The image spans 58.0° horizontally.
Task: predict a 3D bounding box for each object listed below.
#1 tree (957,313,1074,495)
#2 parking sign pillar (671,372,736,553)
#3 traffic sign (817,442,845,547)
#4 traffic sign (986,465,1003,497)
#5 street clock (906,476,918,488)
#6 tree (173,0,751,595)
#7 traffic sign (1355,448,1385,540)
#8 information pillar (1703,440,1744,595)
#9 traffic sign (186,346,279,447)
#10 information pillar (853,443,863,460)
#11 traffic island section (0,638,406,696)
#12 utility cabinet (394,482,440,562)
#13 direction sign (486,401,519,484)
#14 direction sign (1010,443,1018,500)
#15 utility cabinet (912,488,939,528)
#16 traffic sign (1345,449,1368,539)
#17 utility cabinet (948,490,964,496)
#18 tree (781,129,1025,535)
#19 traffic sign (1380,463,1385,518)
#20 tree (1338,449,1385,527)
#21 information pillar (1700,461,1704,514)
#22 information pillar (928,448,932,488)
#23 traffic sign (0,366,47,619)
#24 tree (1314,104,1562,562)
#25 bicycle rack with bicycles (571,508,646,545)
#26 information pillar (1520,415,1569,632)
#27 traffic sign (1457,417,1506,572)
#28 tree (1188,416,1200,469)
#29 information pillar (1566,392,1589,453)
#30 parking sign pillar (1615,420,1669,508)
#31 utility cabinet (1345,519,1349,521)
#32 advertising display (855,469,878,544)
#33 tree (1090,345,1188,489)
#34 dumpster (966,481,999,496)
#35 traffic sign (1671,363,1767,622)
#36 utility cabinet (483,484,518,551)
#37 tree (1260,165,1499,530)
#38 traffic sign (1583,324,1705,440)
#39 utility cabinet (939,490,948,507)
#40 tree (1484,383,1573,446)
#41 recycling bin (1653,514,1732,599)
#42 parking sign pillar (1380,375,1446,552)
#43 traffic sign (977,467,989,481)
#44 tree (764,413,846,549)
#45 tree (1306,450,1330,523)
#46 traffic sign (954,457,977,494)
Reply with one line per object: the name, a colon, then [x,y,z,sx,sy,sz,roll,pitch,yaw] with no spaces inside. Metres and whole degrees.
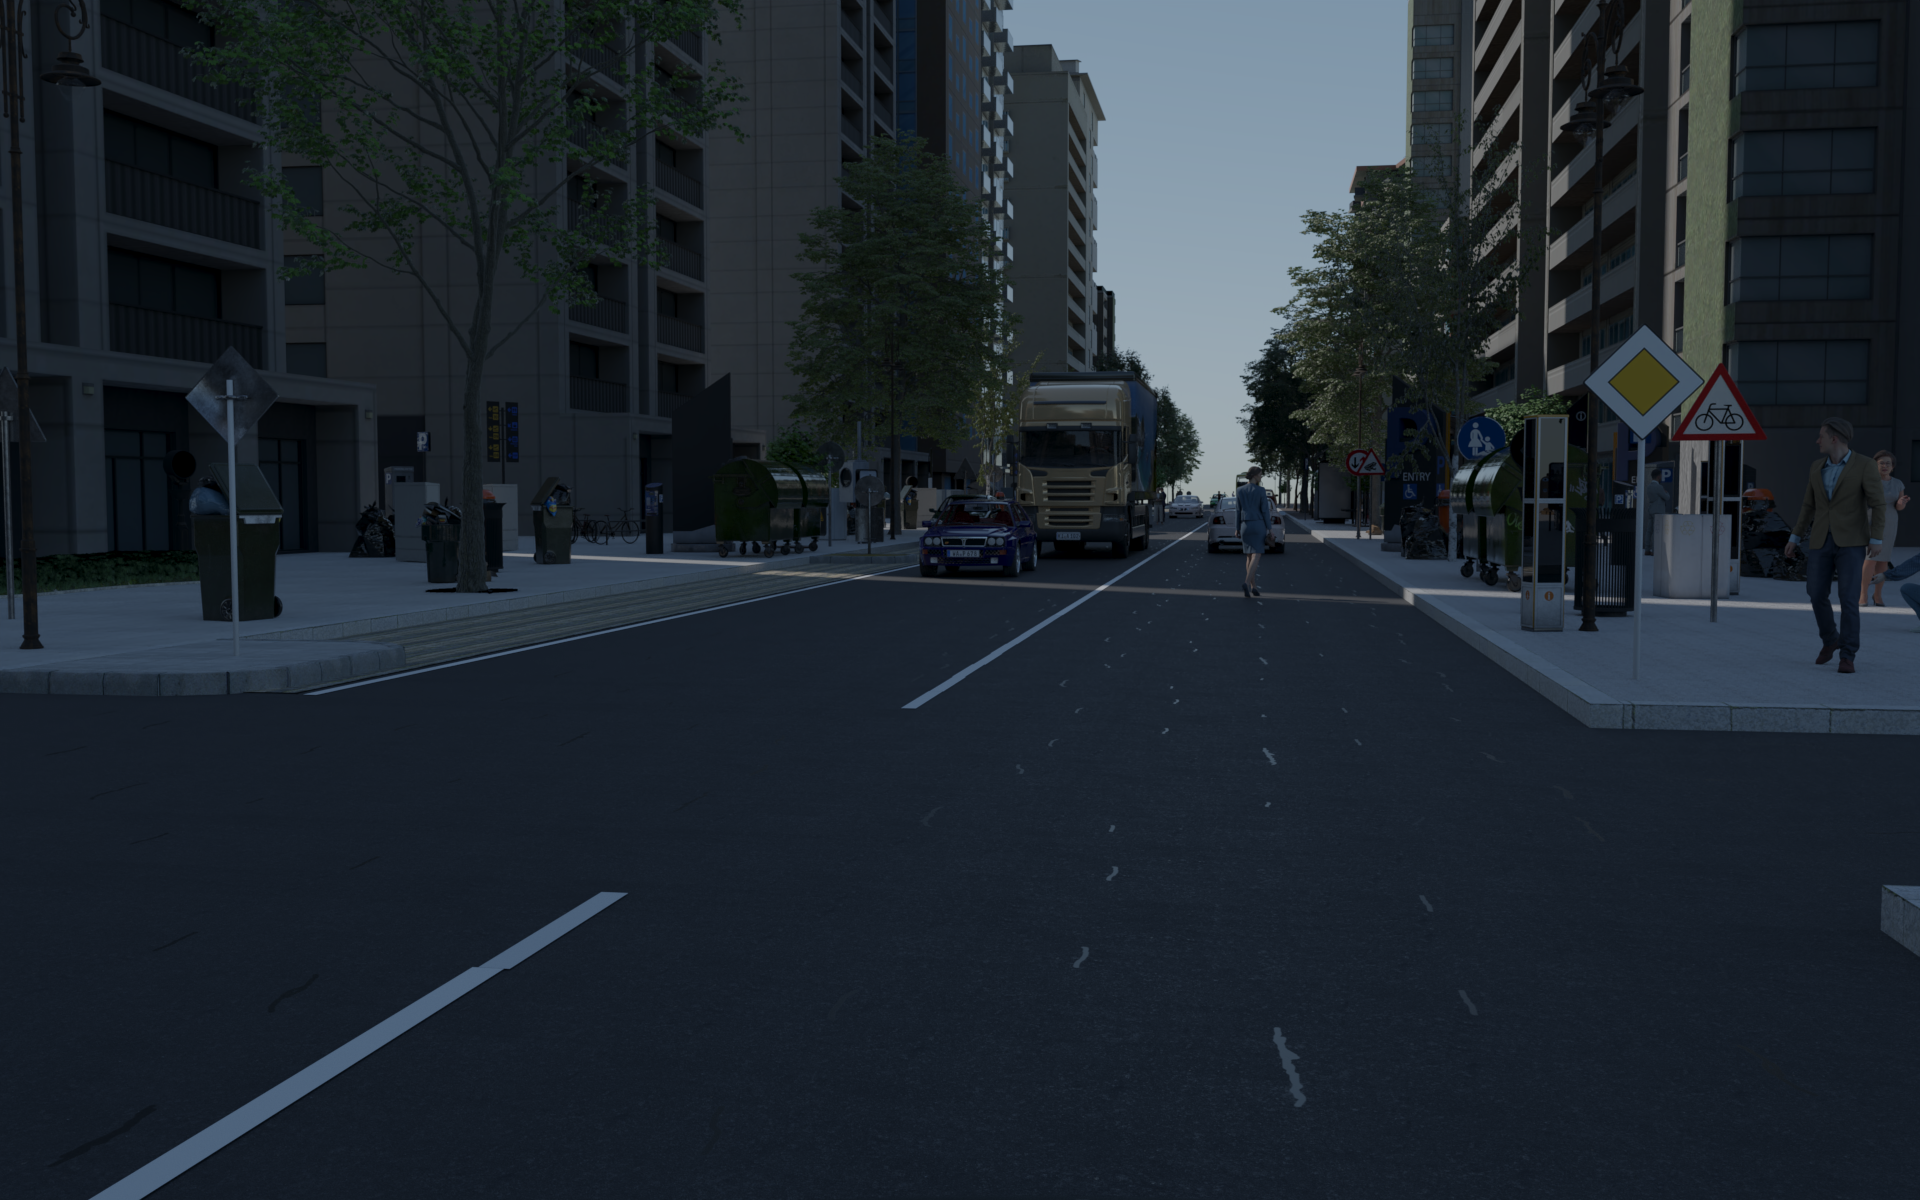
tree: [1.315,-7.244,68.804,4.737,8.622,4.395,0,3,0]
parking sign pillar: [-5.728,-3.062,38.543,1.447,3.967,1.447,0,3,0]
traffic sign: [-3.181,-2.580,42.288,0.768,2.556,0.104,1,4,16]
traffic sign: [1.505,-4.671,76.476,0.768,2.556,0.104,1,4,14]
street clock: [-1.945,-4.024,70.363,0.471,2.002,0.358,-1,4,-15]
tree: [-6.215,-5.903,22.264,9.928,11.665,9.643,0,3,0]
traffic sign: [11.525,-2.970,48.569,0.884,2.594,0.081,1,4,19]
information pillar: [9.702,-1.070,21.994,0.304,2.012,0.304,-1,4,-10]
traffic sign: [-5.746,-0.703,13.685,0.795,2.593,0.064,1,4,10]
information pillar: [-4.570,-5.282,77.718,0.504,3.616,0.183,-2,4,-34]
traffic island section: [-5.770,0.521,13.756,2.009,0.180,2.903,1,4,10]
utility cabinet: [-10.213,-1.465,32.636,1.173,1.500,0.318,3,5,44]
direction sign: [-11.211,-3.091,42.529,0.379,3.537,0.876,3,5,42]
direction sign: [2.366,-5.150,76.205,0.379,3.537,0.876,-1,4,-21]
utility cabinet: [-1.480,-3.411,64.443,1.173,1.500,0.318,-1,4,-21]
traffic sign: [11.280,-2.989,48.976,0.768,2.556,0.104,1,4,16]
utility cabinet: [-0.238,-4.871,88.317,0.318,1.500,1.173,2,4,34]
tree: [-1.623,-8.337,54.434,7.486,12.596,7.792,0,3,0]
traffic sign: [17.359,-4.358,71.356,0.768,2.556,0.104,1,4,15]
tree: [15.889,-4.481,67.859,1.663,3.219,1.824,0,3,0]
information pillar: [16.472,-2.052,38.043,0.304,2.012,0.304,-1,4,-19]
information pillar: [-1.519,-5.941,88.488,0.183,3.616,0.504,-1,4,-14]
traffic sign: [-9.717,-1.080,17.669,0.884,2.594,0.081,1,4,11]
tree: [9.184,-5.043,32.817,4.360,8.622,3.978,0,3,0]
bicycle rack with bicycles: [-9.428,-1.903,44.488,2.852,0.926,2.925,2,4,28]
information pillar: [5.459,-0.715,16.188,0.304,2.012,0.304,0,4,-5]
traffic sign: [8.578,-1.741,28.566,0.768,2.556,0.104,1,4,13]
tree: [20.829,-16.424,185.547,9.611,12.733,9.660,0,3,0]
information pillar: [14.182,-2.964,39.818,0.504,3.616,0.183,2,4,29]
parking sign pillar: [18.439,-3.572,46.867,1.447,3.967,1.447,3,5,44]
utility cabinet: [17.714,-4.279,81.118,1.020,1.237,0.306,-1,4,-21]
advertising display: [-2.417,-2.423,44.837,0.123,1.923,0.974,2,4,26]
tree: [12.063,-13.213,133.041,9.611,12.733,9.660,0,3,0]
dumpster: [0.983,-4.405,77.784,1.264,1.857,1.865,1,4,9]
traffic sign: [7.546,-1.056,17.271,0.884,2.594,0.081,1,4,13]
utility cabinet: [-10.290,-1.835,38.678,0.318,1.500,1.173,1,4,12]
tree: [14.598,-8.668,59.855,7.486,12.596,7.792,0,3,0]
traffic sign: [4.697,-0.594,11.903,0.795,2.593,0.064,1,4,10]
utility cabinet: [-1.267,-4.765,86.584,1.173,1.500,0.318,3,5,40]
tree: [17.107,-4.149,51.546,4.285,4.588,4.351,0,3,0]
recycling bin: [9.081,-0.547,21.500,0.722,1.027,0.722,0,4,5]
parking sign pillar: [10.174,-3.074,38.725,1.447,3.967,1.447,-3,5,-44]
traffic sign: [1.172,-4.938,80.839,0.768,2.556,0.104,1,4,14]
tree: [-3.756,-2.846,41.134,1.663,3.219,1.824,0,3,0]
tree: [16.138,-4.982,76.065,1.663,3.219,1.824,0,3,0]
traffic sign: [0.187,-3.744,61.210,0.884,2.594,0.081,1,4,19]
